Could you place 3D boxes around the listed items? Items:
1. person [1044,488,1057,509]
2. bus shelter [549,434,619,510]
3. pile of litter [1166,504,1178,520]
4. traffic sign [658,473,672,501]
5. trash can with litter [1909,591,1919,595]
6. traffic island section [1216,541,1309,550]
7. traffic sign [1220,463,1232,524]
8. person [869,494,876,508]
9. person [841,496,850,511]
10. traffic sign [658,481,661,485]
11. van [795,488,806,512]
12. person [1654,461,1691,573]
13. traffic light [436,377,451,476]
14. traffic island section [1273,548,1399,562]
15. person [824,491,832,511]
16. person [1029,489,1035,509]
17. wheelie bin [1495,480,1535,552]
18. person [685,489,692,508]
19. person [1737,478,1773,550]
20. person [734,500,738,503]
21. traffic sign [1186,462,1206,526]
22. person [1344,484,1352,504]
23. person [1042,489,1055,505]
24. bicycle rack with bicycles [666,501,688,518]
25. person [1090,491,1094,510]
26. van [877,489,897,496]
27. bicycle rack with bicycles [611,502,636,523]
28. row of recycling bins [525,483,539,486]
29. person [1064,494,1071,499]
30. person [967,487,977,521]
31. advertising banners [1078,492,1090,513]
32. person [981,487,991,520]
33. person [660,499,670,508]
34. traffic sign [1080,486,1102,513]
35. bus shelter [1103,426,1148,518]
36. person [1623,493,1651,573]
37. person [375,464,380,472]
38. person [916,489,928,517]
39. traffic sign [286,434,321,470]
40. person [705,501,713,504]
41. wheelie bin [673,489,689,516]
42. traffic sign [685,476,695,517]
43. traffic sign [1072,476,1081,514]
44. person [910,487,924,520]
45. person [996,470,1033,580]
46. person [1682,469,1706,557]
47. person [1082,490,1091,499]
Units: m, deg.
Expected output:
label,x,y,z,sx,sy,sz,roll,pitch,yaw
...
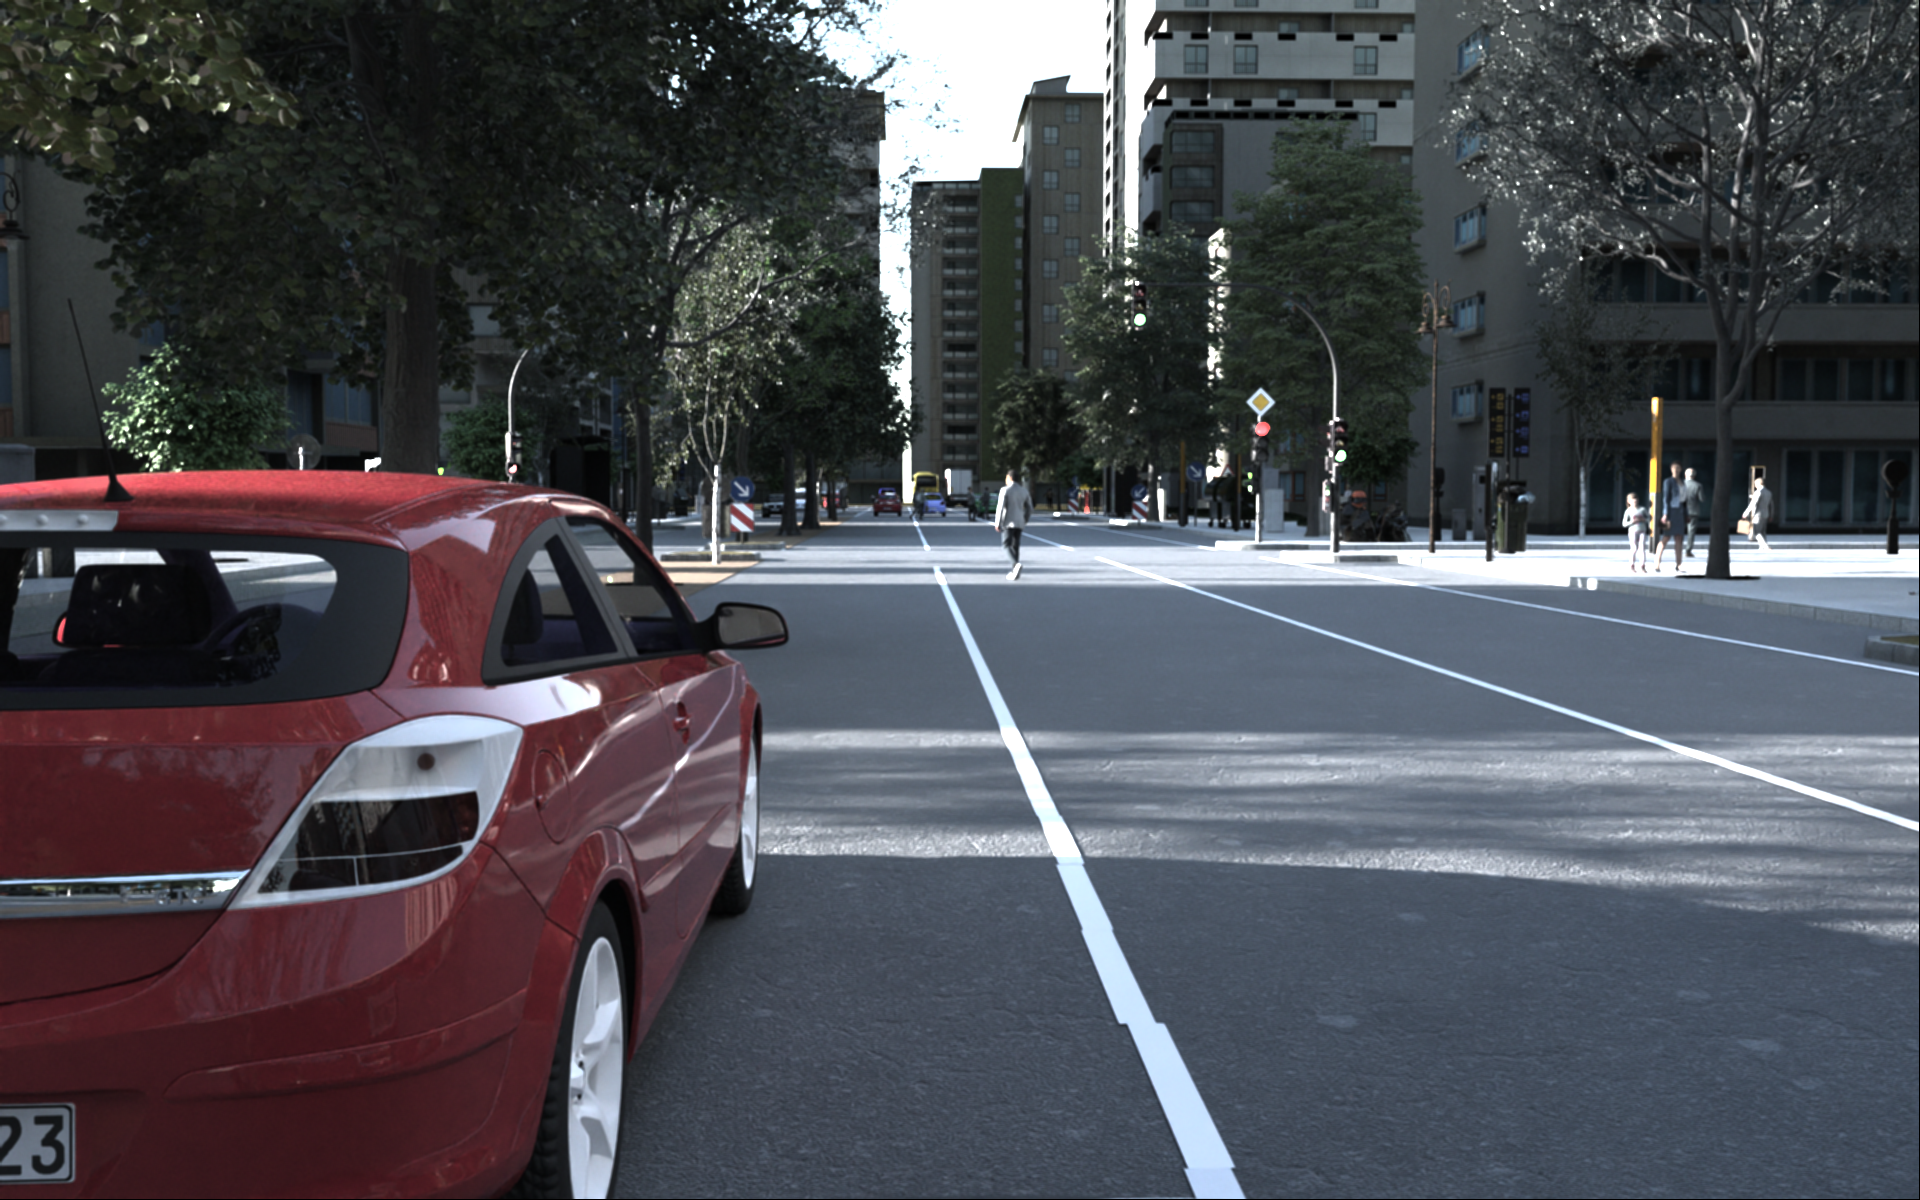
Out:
label,x,y,z,sx,sy,sz,roll,pitch,yaw
person,8.060,-9.046,153.951,1.348,1.823,0.705,2,4,25
bus shelter,-15.389,-4.887,71.187,1.731,3.624,6.357,0,4,-2
pile of litter,10.334,-4.380,85.581,1.719,0.858,1.176,-2,4,-31
traffic sign,-15.711,-5.634,92.219,0.768,2.556,0.104,0,4,3
trash can with litter,12.429,-0.607,20.978,1.678,1.210,2.233,0,4,-1
traffic island section,7.909,-1.433,45.705,2.009,0.180,2.903,0,4,-2
traffic sign,11.300,-4.478,73.225,0.884,2.594,0.081,0,4,4
person,-8.907,-10.086,176.600,0.628,1.438,0.799,3,4,37
person,-9.497,-8.206,143.193,0.721,1.766,1.217,3,4,39
traffic sign,-17.844,-6.354,103.999,0.768,2.556,0.104,0,4,2
van,-10.689,-6.730,117.054,2.013,2.044,4.112,0,4,-2
person,11.623,-1.356,28.236,0.581,1.822,0.654,-1,4,-11
traffic light,-11.317,-2.938,36.951,0.839,4.253,0.868,0,4,-2
traffic island section,8.174,-0.945,37.724,2.009,0.180,2.903,0,4,-2
person,-11.020,-8.323,145.408,0.721,1.723,1.217,3,5,41
person,6.254,-8.919,152.394,0.750,1.759,0.617,1,4,23
wheelie bin,12.284,-1.871,38.495,0.980,1.594,0.693,0,4,5
person,-25.850,-9.586,163.491,1.217,1.735,0.721,-3,4,-38
person,18.679,-1.947,40.461,0.709,1.813,0.853,-2,4,-35
person,-14.251,-5.909,110.125,0.382,1.210,0.505,2,4,27
traffic sign,9.321,-4.182,68.479,0.768,2.556,0.104,0,4,3
person,17.530,-4.328,77.470,0.598,1.740,0.731,3,4,36
person,8.534,-9.795,167.007,1.217,1.723,0.721,1,4,18
bicycle rack with bicycles,-16.307,-4.972,94.675,2.925,0.926,2.852,-2,4,-35
person,10.648,-8.141,140.614,0.415,1.643,0.593,0,4,-1
van,-8.143,-11.602,194.081,2.240,2.365,5.245,0,4,-2
bicycle rack with bicycles,-15.732,-3.977,78.408,2.925,0.926,2.852,-1,4,-20
row of recycling bins,-16.100,-3.529,64.816,1.069,1.692,3.534,-1,4,-15
person,12.091,-11.361,191.423,1.348,1.869,0.705,3,5,41
person,0.637,-5.019,90.735,0.592,1.802,0.473,-2,4,-30
advertising banners,8.449,-7.283,115.257,0.090,3.025,2.074,-3,4,-38
person,1.481,-5.390,96.733,0.850,1.850,0.679,-3,5,-44
person,-16.691,-5.574,97.364,0.728,1.800,0.709,1,4,14
traffic sign,9.018,-7.361,114.221,2.265,3.308,0.079,0,4,7
bus shelter,9.081,-7.334,97.550,2.179,5.291,8.768,0,4,-2
person,11.034,-1.092,28.172,0.425,1.301,0.394,-1,4,-10
person,-8.867,-1.156,26.764,0.474,1.900,0.648,2,4,33
person,-2.340,-6.077,108.340,0.782,1.767,0.515,3,4,37
traffic sign,-13.918,-2.240,36.724,0.768,2.556,0.104,0,4,6
person,-13.545,-5.212,94.384,0.731,1.740,0.598,-1,4,-13
wheelie bin,-16.146,-5.629,99.937,0.693,1.594,0.980,3,5,41
traffic sign,-15.290,-5.875,98.182,0.606,2.300,0.079,0,4,7
traffic sign,7.666,-6.883,112.648,0.768,2.556,0.104,0,4,2
person,-2.406,-5.376,96.505,0.850,1.850,0.679,1,4,18
person,0.942,-1.270,29.113,0.661,1.843,0.795,-2,4,-26
person,14.919,-1.787,35.444,0.661,1.801,0.590,2,4,34
person,9.682,-7.633,131.551,0.721,1.736,1.217,-2,4,-31
